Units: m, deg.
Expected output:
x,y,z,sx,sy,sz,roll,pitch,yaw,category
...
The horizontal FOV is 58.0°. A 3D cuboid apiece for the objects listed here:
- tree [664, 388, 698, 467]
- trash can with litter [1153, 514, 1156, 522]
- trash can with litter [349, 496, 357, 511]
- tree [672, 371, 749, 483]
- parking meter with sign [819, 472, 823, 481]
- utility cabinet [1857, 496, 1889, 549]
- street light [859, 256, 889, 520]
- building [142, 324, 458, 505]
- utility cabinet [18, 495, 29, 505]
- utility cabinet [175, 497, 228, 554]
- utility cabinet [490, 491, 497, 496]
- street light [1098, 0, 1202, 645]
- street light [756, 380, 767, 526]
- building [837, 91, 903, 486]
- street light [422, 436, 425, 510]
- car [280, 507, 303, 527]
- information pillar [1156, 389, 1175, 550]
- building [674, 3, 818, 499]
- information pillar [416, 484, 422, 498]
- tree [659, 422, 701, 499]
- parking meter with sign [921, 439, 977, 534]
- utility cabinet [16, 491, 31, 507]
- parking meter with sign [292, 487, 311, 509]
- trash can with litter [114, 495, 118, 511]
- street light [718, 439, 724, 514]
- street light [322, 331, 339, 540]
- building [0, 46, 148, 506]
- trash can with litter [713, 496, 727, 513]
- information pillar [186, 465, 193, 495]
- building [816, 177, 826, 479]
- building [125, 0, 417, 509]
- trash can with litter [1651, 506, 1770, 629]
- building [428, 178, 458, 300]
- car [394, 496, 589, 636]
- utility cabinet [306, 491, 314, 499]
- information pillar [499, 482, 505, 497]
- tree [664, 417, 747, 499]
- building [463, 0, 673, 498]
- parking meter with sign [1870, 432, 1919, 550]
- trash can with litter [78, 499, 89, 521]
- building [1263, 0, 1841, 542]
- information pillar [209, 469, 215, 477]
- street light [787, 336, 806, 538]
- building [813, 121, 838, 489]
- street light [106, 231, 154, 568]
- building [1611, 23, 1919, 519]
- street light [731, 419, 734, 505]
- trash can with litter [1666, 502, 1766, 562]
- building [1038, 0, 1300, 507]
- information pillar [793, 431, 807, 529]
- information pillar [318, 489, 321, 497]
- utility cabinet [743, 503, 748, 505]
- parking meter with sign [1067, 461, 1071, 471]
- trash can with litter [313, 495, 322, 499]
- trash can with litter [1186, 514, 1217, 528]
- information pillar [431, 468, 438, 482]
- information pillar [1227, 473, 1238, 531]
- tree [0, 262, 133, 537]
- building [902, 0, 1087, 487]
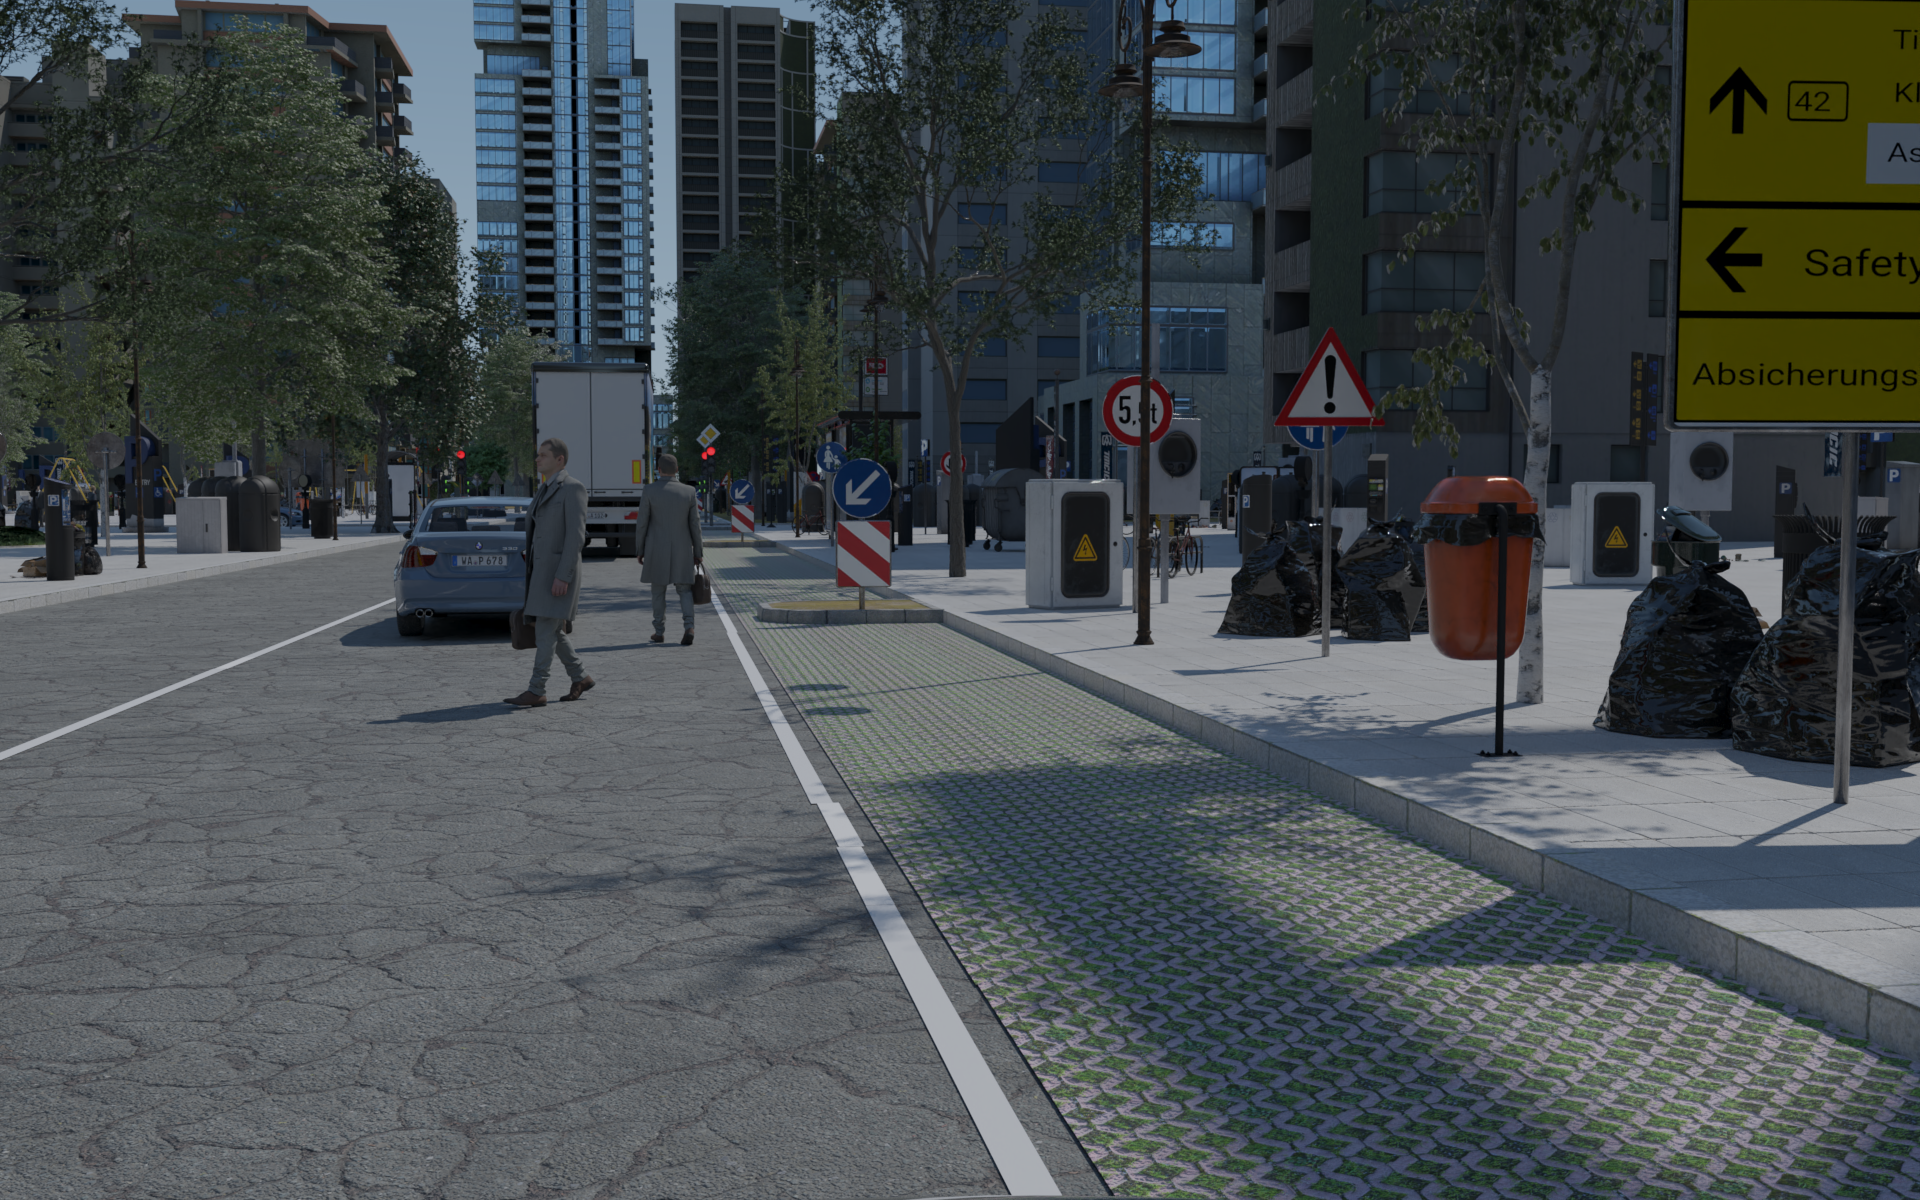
x,y,z,sx,sy,sz,roll,pitch,yaw,category
-24.652,-14.769,167.232,9.928,11.665,9.643,0,3,0,tree
9.273,-4.219,80.375,1.055,1.170,0.624,3,5,39,trash can with litter
-46.732,-7.505,134.101,1.055,1.170,0.624,-1,4,-17,trash can with litter
-22.571,-14.665,157.895,7.486,12.596,7.792,0,3,0,tree
-10.242,-8.615,137.124,1.738,3.016,0.543,1,4,21,parking meter with sign
19.910,-1.638,37.938,0.306,1.237,1.020,0,4,-2,utility cabinet
-1.587,-3.674,32.861,0.468,5.910,1.993,-1,4,-10,street light
-71.701,-21.268,192.770,28.899,21.520,27.650,-1,4,-10,building
-45.020,-4.410,83.263,0.306,1.237,1.020,-3,4,-39,utility cabinet
-16.405,-1.608,37.460,1.020,1.237,0.306,0,4,6,utility cabinet
-29.859,-6.214,110.277,0.318,1.500,1.173,1,4,10,utility cabinet
1.569,-2.558,14.604,0.468,5.910,1.993,-1,4,-10,street light
-7.857,-5.884,68.995,0.468,5.910,1.993,-1,4,-10,street light
-5.919,-30.382,180.339,14.154,41.232,14.086,-1,4,-10,building
-20.639,-5.735,66.558,0.468,5.910,1.993,-1,4,-10,street light
-29.096,-3.585,70.625,4.499,1.417,2.014,-1,4,-10,car
4.587,-2.890,38.611,0.504,3.616,0.183,-2,4,-34,information pillar
-31.730,-50.116,257.648,20.611,71.187,20.563,-1,4,-10,building
-35.318,-6.642,113.083,0.304,2.012,0.304,-2,4,-34,information pillar
-32.780,-18.817,218.029,12.009,13.543,11.850,0,3,0,tree
-0.345,-3.622,55.473,1.738,3.016,0.543,-2,4,-24,parking meter with sign
-68.281,-7.195,126.323,0.318,1.500,1.173,1,4,8,utility cabinet
-45.176,-7.456,118.161,1.738,3.016,0.543,-1,4,-13,parking meter with sign
-65.141,-7.510,133.842,1.678,1.210,2.233,-3,5,-44,trash can with litter
-15.673,-8.604,113.460,0.468,5.910,1.993,-1,4,-10,street light
-17.314,-4.590,47.842,0.468,5.910,1.993,-1,4,-10,street light
-96.988,-34.635,189.983,21.600,48.544,21.300,-1,4,-10,building
-16.513,-6.563,118.700,1.055,1.170,0.624,0,4,0,trash can with litter
-60.933,-8.907,136.989,0.504,3.616,0.183,-1,4,-19,information pillar
-8.171,-41.440,266.777,27.495,52.752,28.713,-1,4,-10,building
-62.227,-30.815,158.443,22.147,44.769,28.867,-1,4,-10,building
6.959,-0.284,16.033,0.624,1.170,1.055,-3,4,-37,trash can with litter
-84.421,-38.321,250.252,21.600,48.544,21.300,-1,4,-10,building
-5.090,-0.423,18.920,2.014,1.417,4.499,-1,4,-11,car
-47.806,-7.201,126.413,1.173,1.500,0.318,-2,4,-26,utility cabinet
-27.899,-6.179,105.518,0.304,2.012,0.304,-2,4,-24,information pillar
-27.727,-16.537,187.380,9.611,12.733,9.660,0,3,0,tree
-58.058,-57.528,253.261,31.000,86.520,22.319,-1,4,-10,building
21.866,-2.682,40.105,1.738,3.016,0.543,-2,4,-27,parking meter with sign
-41.957,-4.383,83.047,1.055,1.170,0.624,0,4,-2,trash can with litter
16.448,-17.128,51.744,14.160,30.474,14.107,-1,4,-10,building
-21.551,-2.800,50.276,0.304,2.012,0.304,2,4,33,information pillar
-4.787,-4.779,50.917,0.468,5.910,1.993,-1,4,-10,street light
-5.511,-33.486,202.118,22.147,44.769,28.867,-1,4,-10,building
-14.152,-3.486,29.780,0.468,5.910,1.993,-1,4,-10,street light
51.410,-20.574,108.088,14.107,30.474,14.160,-1,4,-10,building
-12.459,-7.461,94.775,0.468,5.910,1.993,-1,4,-10,street light
14.274,-1.362,33.334,2.233,1.210,1.678,2,4,31,trash can with litter
20.724,-48.430,104.499,31.000,86.520,22.319,-1,4,-10,building
-5.967,-4.474,64.507,0.504,3.616,0.183,-1,4,-16,information pillar
-52.694,-8.457,142.766,0.304,2.012,0.304,1,4,15,information pillar
-11.393,-4.959,92.242,0.306,1.237,1.020,0,4,-4,utility cabinet
5.432,-5.866,92.173,0.543,3.016,1.738,0,4,-8,parking meter with sign
-40.470,-5.929,107.997,2.233,1.210,1.678,-3,4,-36,trash can with litter
9.047,-3.319,65.321,2.233,1.210,1.678,3,5,45,trash can with litter
-37.271,-8.054,123.035,0.504,3.616,0.183,-1,4,-10,information pillar
9.564,-3.452,60.935,0.304,2.012,0.304,1,4,12,information pillar
-25.972,-6.202,51.769,4.737,8.622,4.395,0,3,0,tree
6.053,-36.169,133.364,21.231,58.520,28.212,-1,4,-10,building
